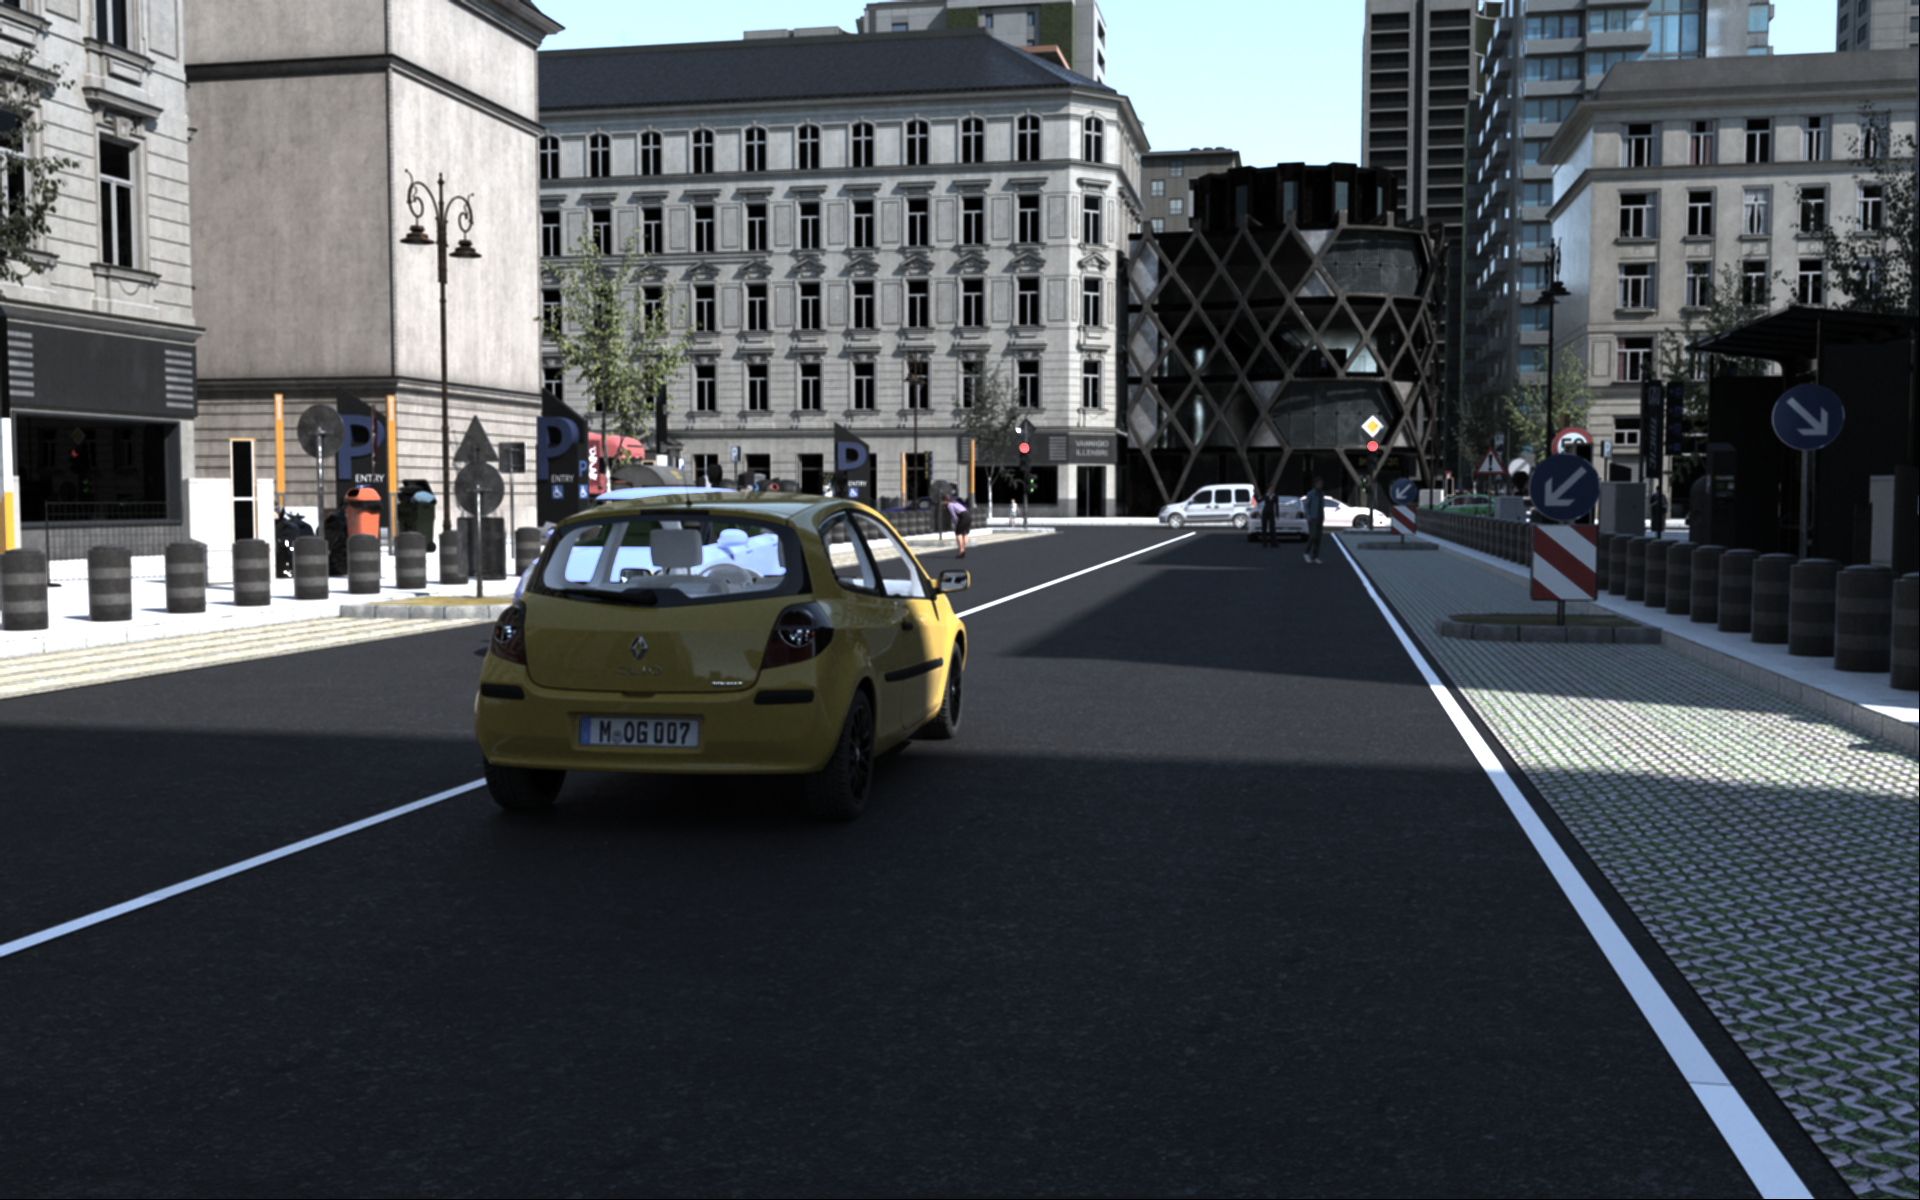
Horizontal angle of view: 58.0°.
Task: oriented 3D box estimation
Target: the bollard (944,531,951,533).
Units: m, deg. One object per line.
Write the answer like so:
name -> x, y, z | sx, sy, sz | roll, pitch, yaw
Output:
bollard -> -0.605, -2.630, 57.720 | 0.404, 0.777, 0.398 | 0, 3, 0

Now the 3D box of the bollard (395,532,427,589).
bollard -> -7.441, -0.535, 23.462 | 0.404, 0.777, 0.398 | 0, 3, 0

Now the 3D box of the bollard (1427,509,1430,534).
bollard -> 14.851, -2.403, 54.000 | 0.404, 0.777, 0.398 | 0, 3, 0

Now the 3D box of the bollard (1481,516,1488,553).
bollard -> 11.550, -1.391, 37.466 | 0.404, 0.777, 0.398 | 0, 3, 0

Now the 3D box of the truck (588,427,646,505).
truck -> -17.974, -5.076, 71.912 | 11.283, 4.237, 2.839 | 1, 4, 13

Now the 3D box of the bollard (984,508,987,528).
bollard -> 0.812, -3.065, 64.821 | 0.404, 0.777, 0.398 | 0, 3, 0

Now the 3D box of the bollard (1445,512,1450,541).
bollard -> 13.436, -1.970, 46.920 | 0.404, 0.777, 0.398 | 0, 3, 0

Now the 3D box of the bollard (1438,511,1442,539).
bollard -> 13.909, -2.114, 49.277 | 0.404, 0.777, 0.398 | 0, 3, 0

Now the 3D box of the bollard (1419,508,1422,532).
bollard -> 15.558, -2.620, 57.559 | 0.404, 0.777, 0.398 | 0, 3, 0

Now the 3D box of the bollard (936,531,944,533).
bollard -> -0.840, -2.558, 56.542 | 0.404, 0.777, 0.398 | 0, 3, 0

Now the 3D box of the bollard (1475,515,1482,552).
bollard -> 11.788, -1.463, 38.644 | 0.404, 0.777, 0.398 | 0, 3, 0

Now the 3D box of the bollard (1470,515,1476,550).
bollard -> 12.023, -1.536, 39.826 | 0.404, 0.777, 0.398 | 0, 3, 0

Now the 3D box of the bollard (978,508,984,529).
bollard -> 0.574, -2.992, 63.642 | 0.404, 0.777, 0.398 | 0, 3, 0

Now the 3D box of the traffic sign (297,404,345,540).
traffic sign -> -9.099, -1.501, 24.640 | 0.768, 2.556, 0.104 | 1, 4, 15

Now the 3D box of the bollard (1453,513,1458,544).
bollard -> 12.967, -1.825, 44.557 | 0.404, 0.777, 0.398 | 0, 3, 0

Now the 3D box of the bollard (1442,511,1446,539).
bollard -> 13.670, -2.042, 48.099 | 0.404, 0.777, 0.398 | 0, 3, 0

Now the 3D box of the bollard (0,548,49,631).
bollard -> -8.850, -0.101, 16.376 | 0.404, 0.777, 0.398 | 0, 3, 0

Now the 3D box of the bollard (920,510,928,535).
bollard -> -1.313, -2.414, 54.185 | 0.404, 0.777, 0.398 | 0, 3, 0

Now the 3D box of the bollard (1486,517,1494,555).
bollard -> 11.314, -1.319, 36.278 | 0.404, 0.777, 0.398 | 0, 3, 0

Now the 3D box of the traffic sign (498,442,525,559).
traffic sign -> -8.860, -1.965, 34.259 | 0.606, 2.300, 0.079 | 1, 4, 19

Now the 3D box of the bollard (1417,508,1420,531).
bollard -> 15.799, -2.693, 58.755 | 0.404, 0.777, 0.398 | 0, 3, 0

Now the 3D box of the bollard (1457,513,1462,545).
bollard -> 12.729, -1.753, 43.379 | 0.404, 0.777, 0.398 | 0, 3, 0

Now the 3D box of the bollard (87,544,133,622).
bollard -> -8.619, -0.174, 17.555 | 0.404, 0.777, 0.398 | 0, 3, 0

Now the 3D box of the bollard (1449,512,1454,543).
bollard -> 13.202, -1.897, 45.736 | 0.404, 0.777, 0.398 | 0, 3, 0

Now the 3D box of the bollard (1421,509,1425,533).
bollard -> 15.320, -2.548, 56.374 | 0.404, 0.777, 0.398 | 0, 3, 0

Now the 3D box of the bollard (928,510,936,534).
bollard -> -1.079, -2.486, 55.364 | 0.404, 0.777, 0.398 | 0, 3, 0

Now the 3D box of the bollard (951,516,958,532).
bollard -> -0.372, -2.702, 58.899 | 0.404, 0.777, 0.398 | 0, 3, 0

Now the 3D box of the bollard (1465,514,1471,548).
bollard -> 12.255, -1.608, 41.011 | 0.404, 0.777, 0.398 | 0, 3, 0

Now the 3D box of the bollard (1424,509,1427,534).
bollard -> 15.086, -2.475, 55.179 | 0.404, 0.777, 0.398 | 0, 3, 0

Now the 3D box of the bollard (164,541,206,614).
bollard -> -8.380, -0.246, 18.733 | 0.404, 0.777, 0.398 | 0, 3, 0

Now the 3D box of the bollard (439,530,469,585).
bollard -> -7.203, -0.607, 24.640 | 0.404, 0.777, 0.398 | 0, 3, 0

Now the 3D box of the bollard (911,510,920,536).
bollard -> -1.550, -2.342, 53.005 | 0.404, 0.777, 0.398 | 0, 3, 0

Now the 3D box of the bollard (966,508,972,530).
bollard -> 0.098, -2.847, 61.266 | 0.404, 0.777, 0.398 | 0, 3, 0

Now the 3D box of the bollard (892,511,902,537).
bollard -> -2.018, -2.197, 50.642 | 0.404, 0.777, 0.398 | 0, 3, 0

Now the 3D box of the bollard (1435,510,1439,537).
bollard -> 14.145, -2.186, 50.455 | 0.404, 0.777, 0.398 | 0, 3, 0

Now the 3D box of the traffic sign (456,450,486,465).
traffic sign -> -8.807, -1.852, 31.474 | 0.795, 2.450, 0.064 | 1, 4, 16

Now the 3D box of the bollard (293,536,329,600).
bollard -> -7.908, -0.390, 21.099 | 0.404, 0.777, 0.398 | 0, 3, 0

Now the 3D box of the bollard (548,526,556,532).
bollard -> -6.493, -0.824, 28.188 | 0.404, 0.777, 0.398 | 0, 3, 0

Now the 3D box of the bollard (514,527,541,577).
bollard -> -6.734, -0.751, 26.997 | 0.404, 0.777, 0.398 | 0, 3, 0

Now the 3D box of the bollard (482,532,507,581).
bollard -> -6.968, -0.679, 25.819 | 0.404, 0.777, 0.398 | 0, 3, 0

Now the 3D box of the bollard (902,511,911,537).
bollard -> -1.784, -2.269, 51.821 | 0.404, 0.777, 0.398 | 0, 3, 0

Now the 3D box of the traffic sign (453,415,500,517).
traffic sign -> -8.001, -1.750, 28.617 | 0.884, 2.594, 0.081 | 1, 4, 19

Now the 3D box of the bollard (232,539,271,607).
bollard -> -8.149, -0.318, 19.922 | 0.404, 0.777, 0.398 | 0, 3, 0

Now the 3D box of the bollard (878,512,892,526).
bollard -> -2.253, -2.125, 49.457 | 0.404, 0.777, 0.398 | 0, 3, 0

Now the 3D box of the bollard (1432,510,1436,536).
bollard -> 14.380, -2.258, 51.633 | 0.404, 0.777, 0.398 | 0, 3, 0

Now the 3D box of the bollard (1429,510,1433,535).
bollard -> 14.614, -2.330, 52.813 | 0.404, 0.777, 0.398 | 0, 3, 0

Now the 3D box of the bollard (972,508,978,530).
bollard -> 0.337, -2.920, 62.456 | 0.404, 0.777, 0.398 | 0, 3, 0

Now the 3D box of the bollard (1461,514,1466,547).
bollard -> 12.494, -1.681, 42.199 | 0.404, 0.777, 0.398 | 0, 3, 0

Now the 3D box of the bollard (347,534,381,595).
bollard -> -7.673, -0.463, 22.283 | 0.404, 0.777, 0.398 | 0, 3, 0
